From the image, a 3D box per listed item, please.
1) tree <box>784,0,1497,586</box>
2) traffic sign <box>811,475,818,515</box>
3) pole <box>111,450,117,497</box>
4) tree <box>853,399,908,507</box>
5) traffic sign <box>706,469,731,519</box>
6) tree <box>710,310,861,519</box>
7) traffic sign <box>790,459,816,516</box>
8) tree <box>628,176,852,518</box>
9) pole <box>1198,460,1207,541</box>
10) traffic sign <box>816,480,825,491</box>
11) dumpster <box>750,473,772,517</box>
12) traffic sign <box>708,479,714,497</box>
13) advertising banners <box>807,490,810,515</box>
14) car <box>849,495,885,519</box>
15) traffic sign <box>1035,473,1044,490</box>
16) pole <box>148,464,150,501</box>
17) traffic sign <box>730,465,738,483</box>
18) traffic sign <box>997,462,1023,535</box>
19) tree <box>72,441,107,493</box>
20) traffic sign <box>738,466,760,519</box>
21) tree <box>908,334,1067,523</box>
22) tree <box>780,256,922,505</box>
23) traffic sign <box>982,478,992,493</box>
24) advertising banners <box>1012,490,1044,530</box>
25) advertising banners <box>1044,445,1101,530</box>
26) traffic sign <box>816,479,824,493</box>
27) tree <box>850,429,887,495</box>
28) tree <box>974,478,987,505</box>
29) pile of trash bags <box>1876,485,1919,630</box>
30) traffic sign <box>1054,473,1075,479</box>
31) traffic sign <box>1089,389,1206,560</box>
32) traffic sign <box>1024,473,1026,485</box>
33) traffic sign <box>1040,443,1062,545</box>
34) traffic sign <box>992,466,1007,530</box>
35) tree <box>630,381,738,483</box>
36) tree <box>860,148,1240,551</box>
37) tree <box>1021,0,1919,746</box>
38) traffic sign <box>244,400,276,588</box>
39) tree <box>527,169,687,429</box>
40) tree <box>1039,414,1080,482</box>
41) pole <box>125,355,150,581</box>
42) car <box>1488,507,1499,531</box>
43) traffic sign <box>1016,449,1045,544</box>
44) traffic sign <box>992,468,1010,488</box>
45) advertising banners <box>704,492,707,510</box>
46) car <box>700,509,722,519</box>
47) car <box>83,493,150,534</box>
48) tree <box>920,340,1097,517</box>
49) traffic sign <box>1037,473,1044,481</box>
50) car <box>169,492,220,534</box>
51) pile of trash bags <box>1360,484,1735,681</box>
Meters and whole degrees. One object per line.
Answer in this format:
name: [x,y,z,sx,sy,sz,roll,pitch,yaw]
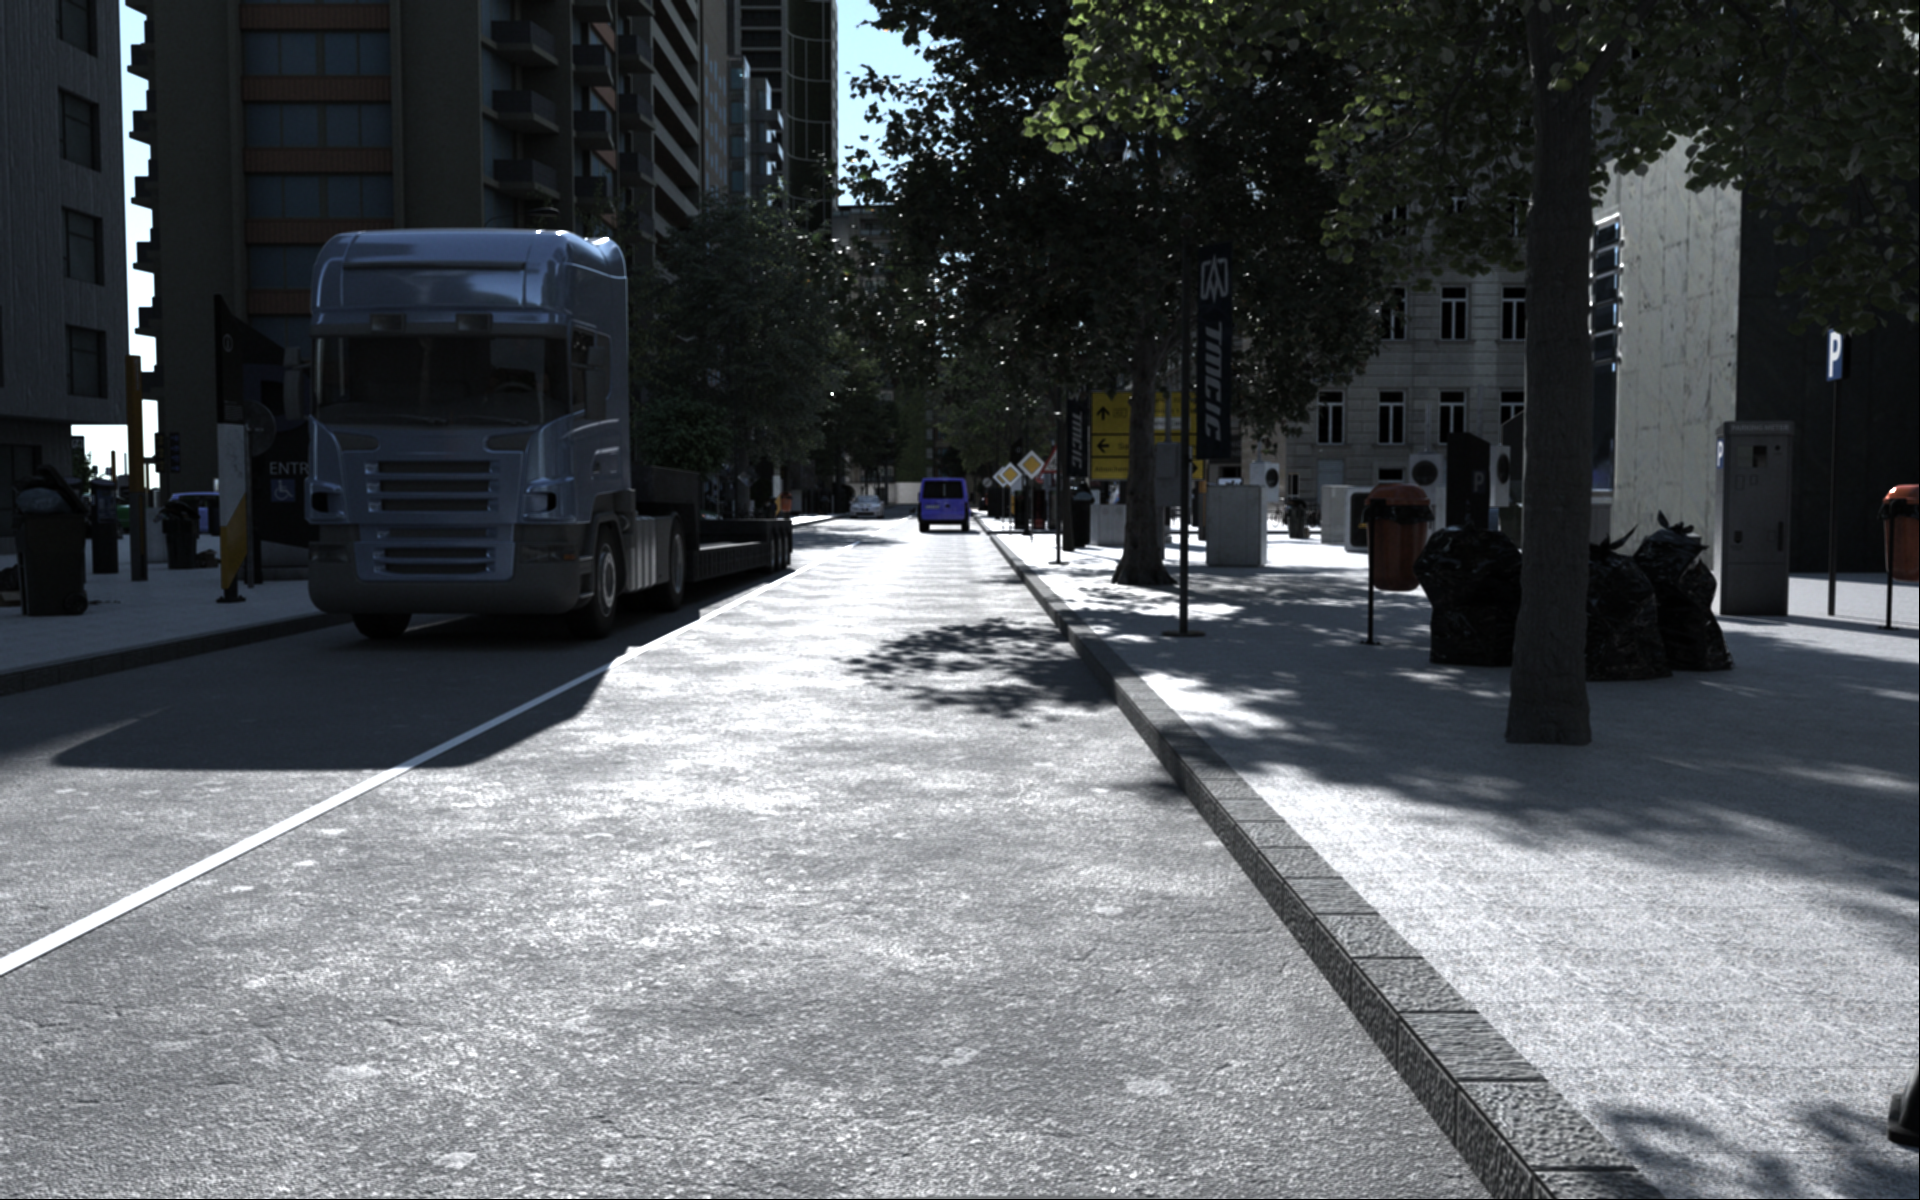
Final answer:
tree: [2.598,-6.562,24.299,9.611,12.733,9.660,0,3,0]
traffic sign: [-9.215,-6.578,107.650,0.768,2.556,0.104,0,4,4]
pole: [-39.496,-5.323,80.866,0.158,3.312,0.155,0,3,0]
tree: [-8.441,-15.365,176.966,9.928,11.665,9.643,0,3,0]
traffic sign: [-7.490,-3.057,53.618,0.795,2.450,0.064,0,4,0]
tree: [-8.533,-9.177,84.464,8.767,10.594,7.601,0,4,1]
traffic sign: [-9.599,-6.588,101.588,2.265,3.308,0.079,0,4,5]
tree: [-8.845,-9.954,69.399,9.857,13.997,8.962,0,3,0]
pole: [6.676,-3.290,47.638,0.158,3.312,0.155,0,3,0]
traffic sign: [-10.203,-7.620,126.716,0.606,2.300,0.079,0,4,1]
dumpster: [-9.066,-4.698,79.305,1.502,2.255,1.985,0,4,0]
traffic sign: [-10.973,-4.693,76.836,0.768,2.556,0.104,0,4,6]
advertising banners: [-9.528,-6.908,109.129,0.090,3.025,2.074,0,3,0]
car: [-5.462,-5.482,101.989,2.083,1.381,4.827,0,4,0]
traffic sign: [3.952,-5.099,83.481,0.768,2.556,0.104,0,4,4]
pole: [-47.787,-6.608,101.889,0.158,3.312,0.155,0,3,0]
traffic sign: [-9.804,-4.681,76.646,0.768,2.556,0.104,0,4,8]
traffic sign: [1.554,-3.057,53.620,0.795,2.450,0.064,0,4,0]
tree: [-32.130,-4.213,63.490,1.663,3.219,1.824,0,3,0]
traffic sign: [-7.511,-3.545,61.603,0.795,2.450,0.064,0,4,0]
tree: [2.656,-9.250,76.994,9.928,11.665,9.643,0,3,0]
tree: [-7.944,-17.116,135.737,12.611,20.169,13.585,0,3,0]
traffic sign: [2.089,-8.131,133.050,0.768,2.556,0.104,0,4,3]
advertising banners: [2.828,-4.052,62.437,2.074,3.025,0.090,2,4,27]
advertising banners: [4.110,-4.004,61.655,2.074,3.025,0.090,0,4,-7]
traffic sign: [-10.218,-7.590,125.278,0.795,2.450,0.064,0,4,3]
tree: [-8.487,-13.380,169.119,4.360,8.622,3.978,0,3,0]
tree: [2.453,-12.857,204.809,1.663,3.219,1.824,0,3,0]
pile of trash bags: [9.411,-0.327,15.105,1.912,1.369,3.447,-1,4,-15]
traffic sign: [2.982,-2.897,49.494,0.606,2.300,0.079,0,4,1]
traffic sign: [3.655,-2.442,33.804,2.265,3.308,0.079,0,4,5]
traffic sign: [2.989,-4.911,82.429,0.606,2.300,0.079,0,4,5]
traffic sign: [2.466,-2.688,43.961,0.884,2.594,0.081,0,4,0]
traffic sign: [1.533,-3.545,61.606,0.795,2.450,0.064,0,4,0]
tree: [-8.173,-4.095,50.661,4.285,4.588,4.351,0,3,0]
tree: [2.463,-6.393,38.938,8.767,10.594,7.601,0,4,1]
tree: [2.867,-5.562,9.060,7.486,12.596,7.792,0,3,0]
traffic sign: [-9.670,-1.433,23.538,0.768,2.556,0.104,0,4,4]
tree: [-8.555,-5.494,40.186,4.737,8.622,4.395,0,3,0]
tree: [8.065,-11.066,131.295,4.737,8.622,4.395,0,3,0]
pole: [-12.134,-1.937,25.516,0.158,3.312,0.155,0,3,0]
car: [16.921,-2.819,58.090,4.499,1.417,2.014,0,4,1]
traffic sign: [1.853,-2.668,44.802,0.795,2.450,0.064,0,4,0]
traffic sign: [3.603,-8.496,132.780,2.265,3.308,0.079,1,4,9]
advertising banners: [-19.503,-8.424,133.919,2.074,3.025,0.090,-1,4,-15]
car: [-10.411,-2.840,58.236,4.920,1.459,2.131,0,4,0]
car: [-29.257,-2.964,57.263,4.718,1.807,1.959,0,4,0]
tree: [2.997,-11.311,95.301,12.009,13.543,11.850,0,3,0]
traffic sign: [3.475,-4.185,68.435,0.884,2.594,0.081,0,4,7]
car: [-23.963,-2.853,56.235,3.694,1.707,1.945,0,4,0]
pile of trash bags: [4.330,-0.236,13.618,1.912,1.369,3.447,-2,4,-26]
